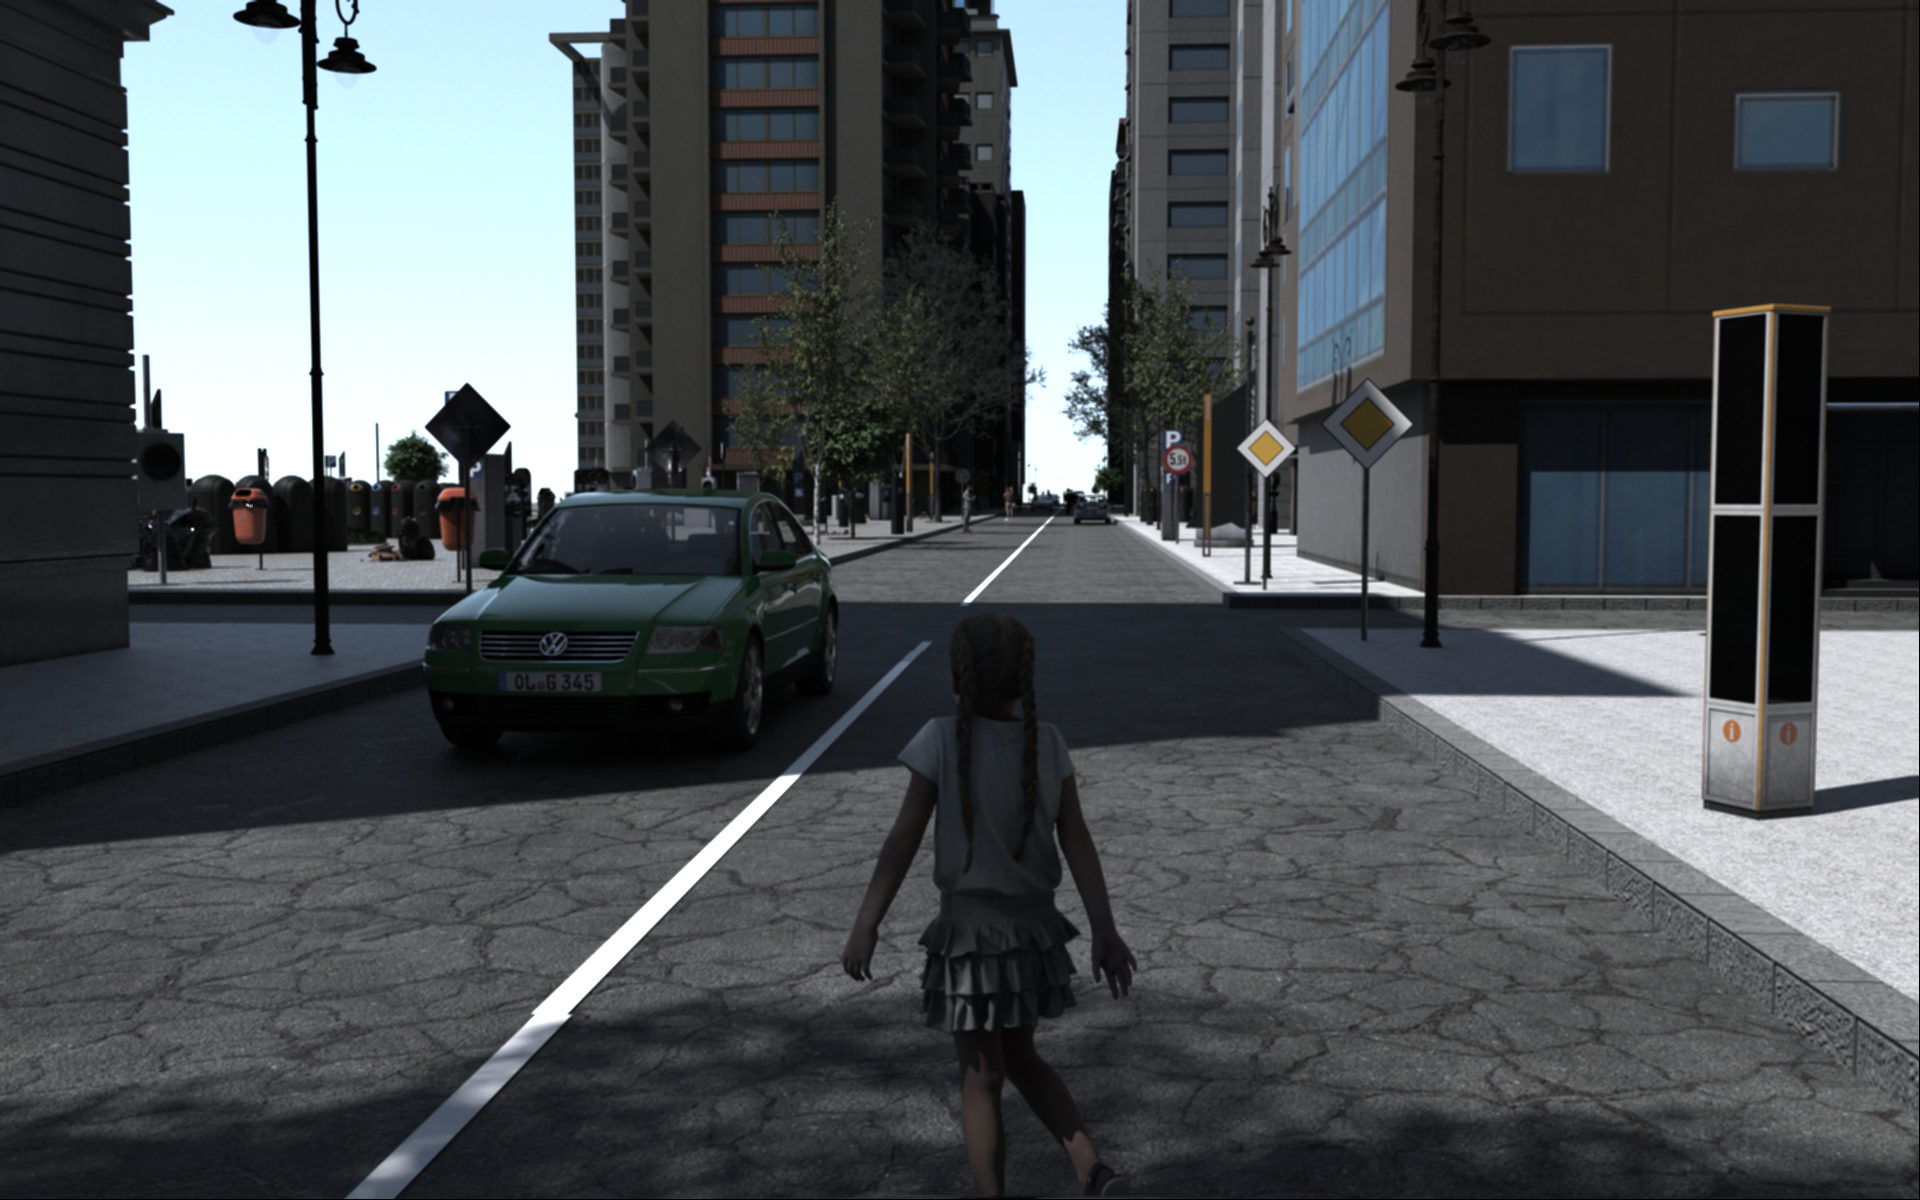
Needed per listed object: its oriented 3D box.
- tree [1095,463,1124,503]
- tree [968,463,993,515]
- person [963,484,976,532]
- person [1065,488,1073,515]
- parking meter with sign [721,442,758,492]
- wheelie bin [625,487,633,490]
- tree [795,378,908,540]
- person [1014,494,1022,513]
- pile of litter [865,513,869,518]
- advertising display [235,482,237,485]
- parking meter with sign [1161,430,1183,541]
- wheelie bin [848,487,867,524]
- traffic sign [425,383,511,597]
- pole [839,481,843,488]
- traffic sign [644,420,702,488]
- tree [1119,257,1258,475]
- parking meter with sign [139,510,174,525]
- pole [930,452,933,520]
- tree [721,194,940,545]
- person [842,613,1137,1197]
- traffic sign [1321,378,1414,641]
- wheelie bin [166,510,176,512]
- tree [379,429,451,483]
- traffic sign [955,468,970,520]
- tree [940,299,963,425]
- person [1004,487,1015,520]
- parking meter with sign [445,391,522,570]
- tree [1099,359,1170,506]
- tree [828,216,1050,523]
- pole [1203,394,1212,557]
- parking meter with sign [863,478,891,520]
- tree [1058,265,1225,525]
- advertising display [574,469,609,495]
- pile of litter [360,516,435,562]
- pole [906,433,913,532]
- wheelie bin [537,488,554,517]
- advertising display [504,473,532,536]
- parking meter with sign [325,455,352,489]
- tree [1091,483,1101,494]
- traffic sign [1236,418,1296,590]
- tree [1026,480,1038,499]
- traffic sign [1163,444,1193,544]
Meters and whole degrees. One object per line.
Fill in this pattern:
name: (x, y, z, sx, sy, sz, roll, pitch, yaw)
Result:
tree: (15.617, -12.132, 182.070, 4.285, 4.588, 4.351, 0, 3, 0)
tree: (1.256, -6.887, 107.198, 1.663, 3.219, 1.824, 0, 3, 0)
person: (0.359, -3.473, 65.463, 0.466, 1.800, 0.511, 0, 4, 8)
person: (7.509, -6.803, 119.699, 0.705, 1.831, 1.348, 2, 4, 25)
parking meter with sign: (-7.206, -3.828, 58.853, 1.738, 3.016, 0.543, -1, 4, -13)
wheelie bin: (-14.244, -4.133, 75.479, 0.980, 1.594, 0.693, -1, 4, -21)
tree: (-3.107, -4.006, 49.220, 4.285, 4.588, 4.351, 0, 3, 0)
person: (4.462, -7.437, 133.320, 0.697, 1.427, 0.421, 2, 4, 26)
pile of litter: (-5.459, -4.865, 93.500, 1.719, 0.858, 1.176, -2, 4, -35)
advertising display: (-38.446, -5.380, 93.175, 0.974, 1.923, 0.123, -3, 5, -39)
parking meter with sign: (5.813, -3.155, 47.850, 0.543, 3.016, 1.738, 0, 4, 3)
wheelie bin: (-4.437, -4.088, 74.749, 0.693, 1.594, 0.980, -3, 5, -41)
traffic sign: (-4.442, -0.734, 15.647, 0.795, 2.450, 0.064, 0, 4, 4)
pole: (-4.859, -4.712, 70.885, 0.158, 3.312, 0.155, 0, 3, 0)
traffic sign: (-3.910, -1.221, 23.614, 0.795, 2.450, 0.064, 0, 4, 4)
tree: (6.753, -6.319, 53.685, 4.737, 8.622, 4.395, 0, 3, 0)
parking meter with sign: (-18.671, -2.632, 39.293, 1.738, 3.016, 0.543, -3, 5, -40)
pole: (-1.389, -5.571, 84.932, 0.158, 3.312, 0.155, 0, 3, 0)
tree: (-3.532, -5.691, 43.411, 4.737, 8.622, 4.395, 0, 3, 0)
person: (0.051, 0.633, 3.161, 0.505, 1.210, 0.382, -2, 4, -24)
traffic sign: (3.533, -0.701, 15.096, 0.795, 2.450, 0.064, 0, 4, 4)
wheelie bin: (-22.233, -2.487, 48.566, 0.693, 1.594, 0.980, 0, 4, -3)
tree: (-26.807, -6.187, 84.866, 4.285, 4.588, 4.351, 0, 3, 0)
traffic sign: (0.126, -5.232, 85.648, 0.768, 2.556, 0.104, 0, 4, 5)
tree: (-2.020, -6.779, 61.205, 4.737, 8.622, 4.395, 0, 3, 0)
person: (2.714, -5.245, 94.236, 0.573, 1.828, 0.580, 3, 4, 38)
parking meter with sign: (-8.227, -2.070, 30.098, 0.543, 3.016, 1.738, 1, 4, 14)
tree: (9.377, -8.608, 91.100, 4.360, 8.622, 3.978, 0, 3, 0)
tree: (-1.127, -10.232, 77.668, 12.009, 13.543, 11.850, 0, 3, 0)
pole: (5.056, -2.542, 35.403, 0.158, 3.312, 0.155, 0, 3, 0)
parking meter with sign: (-4.079, -5.415, 84.790, 1.738, 3.016, 0.543, 3, 5, 39)
tree: (7.499, -8.371, 71.286, 7.601, 10.594, 8.767, 0, 4, 8)
advertising display: (-9.663, -2.462, 45.473, 0.974, 1.923, 0.123, -3, 5, -41)
pile of litter: (-10.901, -1.197, 33.532, 1.176, 0.858, 1.719, 3, 4, 38)
pole: (-1.697, -3.933, 58.143, 0.158, 3.312, 0.155, 0, 3, 0)
wheelie bin: (-21.415, -4.998, 89.626, 0.693, 1.594, 0.980, 2, 4, 35)
advertising display: (-13.623, -2.936, 53.217, 0.123, 1.923, 0.974, 3, 5, 45)
parking meter with sign: (-27.616, -4.973, 77.574, 1.738, 3.016, 0.543, 2, 4, 32)
tree: (20.013, -15.853, 253.804, 1.663, 3.219, 1.824, 0, 3, 0)
traffic sign: (4.065, -1.188, 23.063, 0.795, 2.450, 0.064, 0, 4, 4)
tree: (9.970, -14.914, 238.441, 1.663, 3.219, 1.824, 0, 3, 0)
traffic sign: (5.590, -2.713, 44.467, 0.768, 2.556, 0.104, 0, 4, 5)
